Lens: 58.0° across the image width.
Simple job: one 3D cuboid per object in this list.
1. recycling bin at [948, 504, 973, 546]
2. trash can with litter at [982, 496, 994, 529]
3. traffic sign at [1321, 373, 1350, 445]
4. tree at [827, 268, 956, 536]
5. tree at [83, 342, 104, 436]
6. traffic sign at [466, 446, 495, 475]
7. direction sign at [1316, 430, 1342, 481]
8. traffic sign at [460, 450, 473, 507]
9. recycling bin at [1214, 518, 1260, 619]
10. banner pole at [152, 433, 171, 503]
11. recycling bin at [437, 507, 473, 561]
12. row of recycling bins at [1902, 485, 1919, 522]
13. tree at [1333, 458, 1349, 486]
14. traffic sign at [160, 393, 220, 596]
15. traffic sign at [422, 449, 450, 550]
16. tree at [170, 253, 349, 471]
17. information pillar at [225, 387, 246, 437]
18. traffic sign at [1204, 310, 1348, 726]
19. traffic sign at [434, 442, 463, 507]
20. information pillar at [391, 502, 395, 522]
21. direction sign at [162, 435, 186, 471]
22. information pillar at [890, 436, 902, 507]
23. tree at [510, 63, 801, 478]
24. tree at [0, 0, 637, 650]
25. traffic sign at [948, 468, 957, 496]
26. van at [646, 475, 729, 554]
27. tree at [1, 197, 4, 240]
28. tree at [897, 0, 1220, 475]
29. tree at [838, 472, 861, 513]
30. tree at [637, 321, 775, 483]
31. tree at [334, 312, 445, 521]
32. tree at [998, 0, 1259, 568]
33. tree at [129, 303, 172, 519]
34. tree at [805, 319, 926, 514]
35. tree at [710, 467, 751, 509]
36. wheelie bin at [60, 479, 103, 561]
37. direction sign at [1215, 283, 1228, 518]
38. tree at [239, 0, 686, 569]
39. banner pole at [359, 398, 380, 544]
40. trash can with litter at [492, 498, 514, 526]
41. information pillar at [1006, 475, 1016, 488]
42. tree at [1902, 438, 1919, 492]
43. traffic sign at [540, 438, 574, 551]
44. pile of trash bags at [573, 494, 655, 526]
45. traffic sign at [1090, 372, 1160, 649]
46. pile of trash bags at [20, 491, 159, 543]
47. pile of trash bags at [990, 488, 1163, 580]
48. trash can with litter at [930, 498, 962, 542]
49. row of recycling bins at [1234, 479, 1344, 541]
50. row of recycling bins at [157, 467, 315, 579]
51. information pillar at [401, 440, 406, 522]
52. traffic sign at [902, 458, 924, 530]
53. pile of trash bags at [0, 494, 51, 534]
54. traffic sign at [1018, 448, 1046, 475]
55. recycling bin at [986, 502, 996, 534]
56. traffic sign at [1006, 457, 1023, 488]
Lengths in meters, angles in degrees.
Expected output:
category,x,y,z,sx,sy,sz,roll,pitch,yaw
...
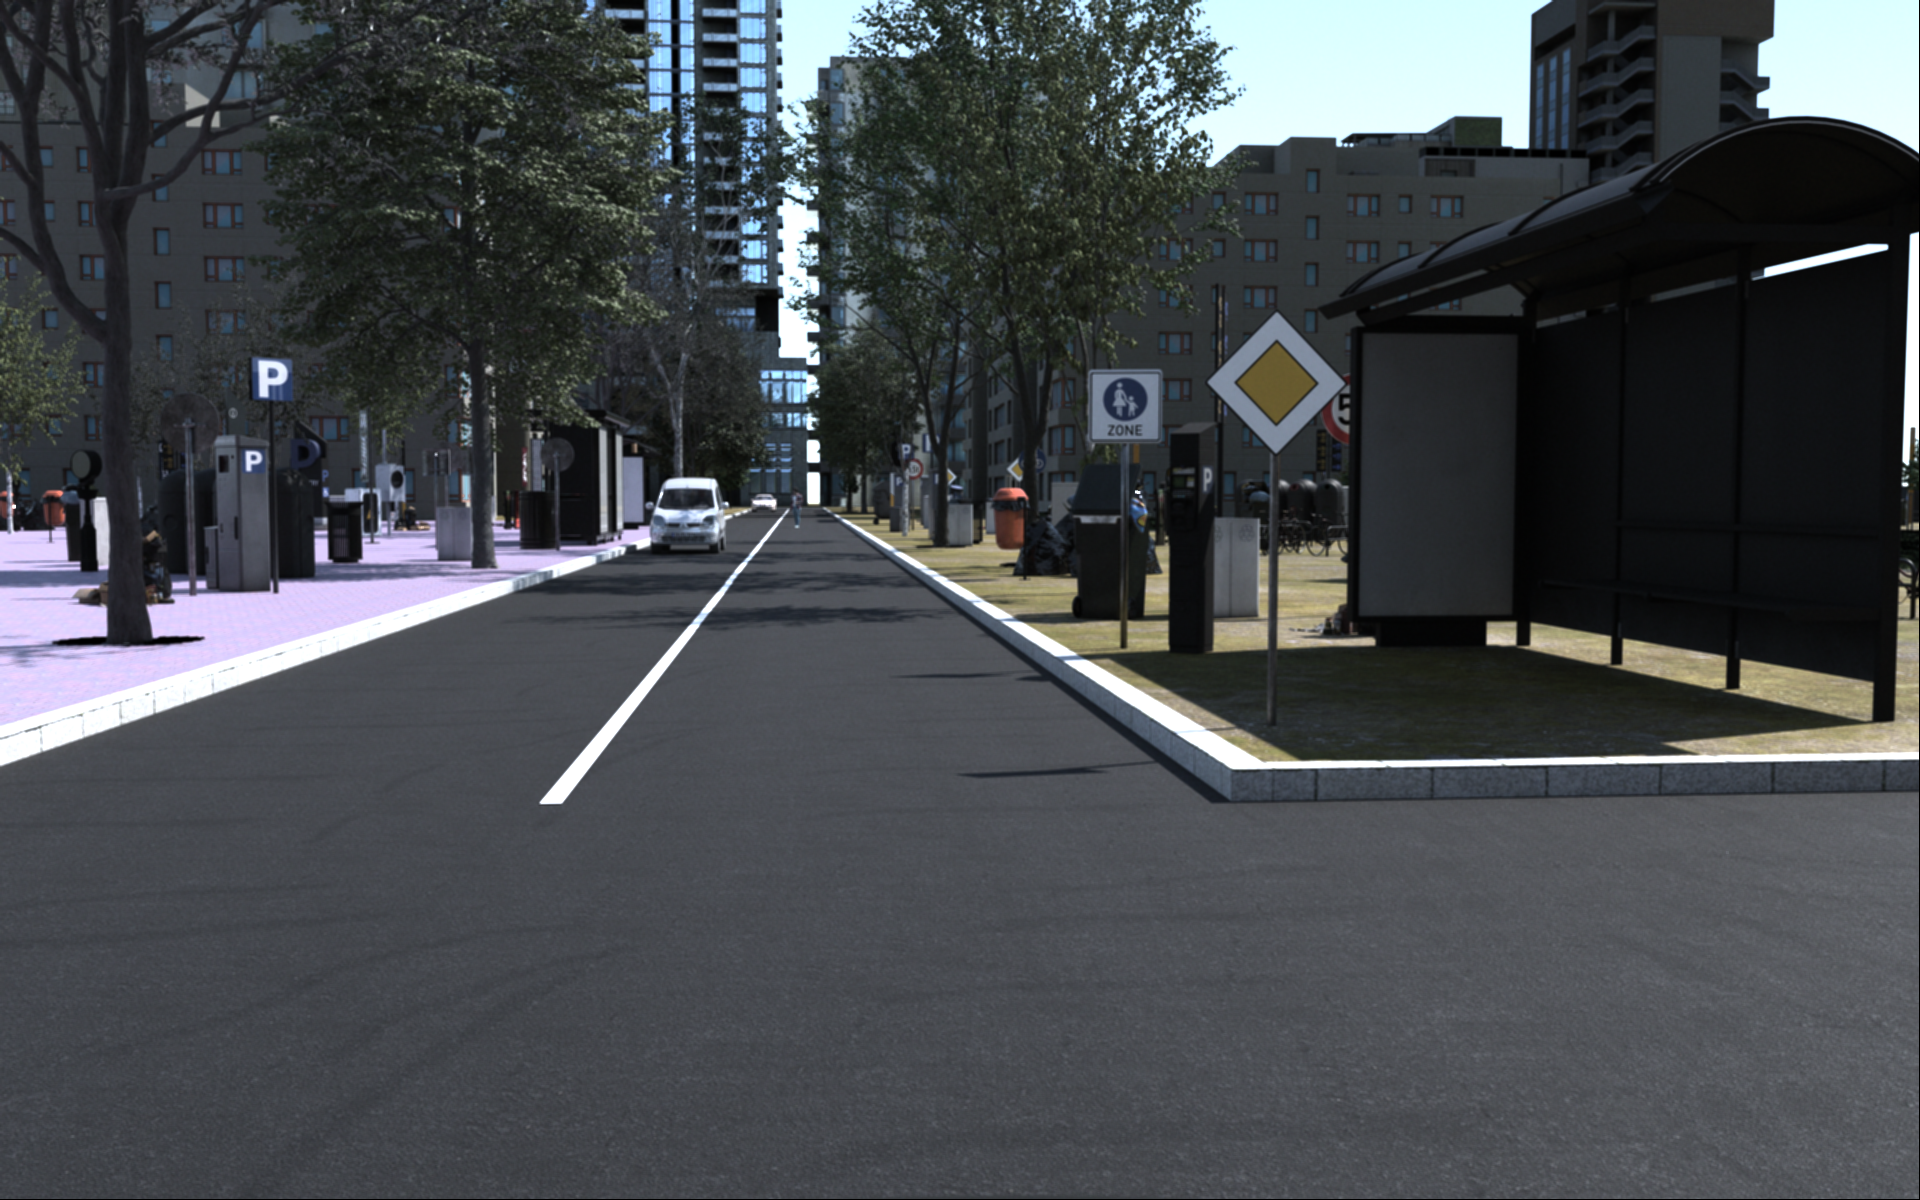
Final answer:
category,x,y,z,sx,sy,sz,roll,pitch,yaw
recycling bin,-0.096,-1.856,42.897,0.722,1.027,0.722,-1,4,-10
trash can with litter,1.508,-3.191,63.234,2.233,1.210,1.678,-3,5,-39
traffic sign,4.166,-1.110,18.249,0.768,2.556,0.104,0,4,0
tree,-1.777,-6.261,52.722,4.360,8.622,3.978,0,3,0
tree,-36.800,-7.773,77.450,4.360,8.622,3.978,0,3,0
traffic sign,-10.187,-2.120,36.798,0.606,2.300,0.079,0,4,1
direction sign,12.944,-4.209,60.817,0.876,3.537,0.379,0,4,-1
traffic sign,-12.874,-2.787,45.673,0.768,2.556,0.104,0,4,-1
recycling bin,2.671,-0.346,18.208,0.722,1.027,0.722,-1,4,-19
banner pole,-32.599,-4.933,70.676,0.863,3.779,0.401,-2,4,-32
recycling bin,-9.657,-1.287,33.590,0.722,1.027,0.722,1,4,9
row of recycling bins,43.997,-4.432,79.574,1.069,1.692,3.534,0,4,-4
tree,18.120,-5.172,79.163,1.663,3.219,1.824,0,3,0
traffic sign,-9.691,-1.327,21.808,0.768,2.556,0.104,0,4,1
traffic sign,-11.952,-2.288,39.534,0.606,2.300,0.079,0,4,-3
tree,-21.249,-6.322,53.732,4.360,8.622,3.978,0,3,0
information pillar,-15.959,-2.864,38.189,0.183,3.616,0.504,2,4,25
traffic sign,1.725,-0.360,9.537,0.795,2.450,0.064,0,4,-5
traffic sign,-12.445,-2.565,42.038,0.768,2.556,0.104,0,4,-3
information pillar,-26.435,-4.646,80.447,0.304,2.012,0.304,-3,5,-41
direction sign,-26.195,-4.035,57.973,0.876,3.537,0.379,-1,4,-21
information pillar,-2.470,-4.660,67.549,0.504,3.616,0.183,-1,4,-17
tree,-13.647,-13.517,76.897,12.611,20.169,13.585,0,3,0
tree,-7.272,-6.363,14.409,12.009,13.543,11.850,0,3,0
traffic sign,-0.531,-4.636,76.988,0.795,2.450,0.064,0,4,-4
van,-6.716,-2.196,42.919,2.013,2.044,4.112,0,4,-5
tree,-23.319,-5.458,39.601,4.737,8.622,4.395,0,3,0
tree,1.470,-4.383,22.029,4.737,8.622,4.395,0,3,0
tree,-7.419,-7.683,120.223,1.663,3.219,1.824,0,3,0
tree,-16.110,-11.721,108.646,9.611,12.733,9.660,0,3,0
tree,-22.850,-7.270,69.235,4.737,8.622,4.395,0,3,0
tree,1.340,-6.405,30.482,9.928,11.665,9.643,0,3,0
tree,-27.975,-6.939,63.819,4.360,8.622,3.978,0,3,0
tree,-6.097,-11.856,111.972,7.486,12.596,7.792,0,3,0
tree,-19.525,-9.974,146.784,4.285,4.588,4.351,0,3,0
wheelie bin,-16.797,-1.543,33.141,0.693,1.594,0.980,-1,4,-23
direction sign,2.878,-1.659,19.123,0.379,3.537,0.876,1,4,15
tree,-8.335,-6.791,29.165,7.486,12.596,7.792,0,3,0
banner pole,-15.438,-3.368,45.091,0.401,3.779,0.863,-3,5,-43
trash can with litter,-18.416,-3.590,69.761,1.678,1.210,2.233,2,4,35
information pillar,1.992,-3.851,67.456,0.304,2.012,0.304,-3,5,-39
tree,28.555,-3.478,51.461,1.663,3.219,1.824,0,3,0
traffic sign,-9.144,-2.398,39.318,0.768,2.556,0.104,0,4,-1
pile of trash bags,-13.950,-3.655,69.517,3.447,1.369,1.912,-3,4,-36
traffic sign,1.360,-0.746,14.323,0.606,2.300,0.079,0,4,4
pile of trash bags,-22.590,-2.212,45.922,3.447,1.369,1.912,0,4,-1
pile of trash bags,1.631,-1.060,27.082,1.912,1.369,3.447,3,4,37
trash can with litter,-0.285,-2.119,46.040,0.624,1.170,1.055,3,4,36
row of recycling bins,9.272,-2.553,48.850,3.534,1.692,1.069,3,5,44
row of recycling bins,-11.477,-1.238,27.350,3.534,1.692,1.069,2,4,35
information pillar,-24.211,-5.137,75.338,0.183,3.616,0.504,-2,4,-26
traffic sign,-1.668,-3.744,61.318,0.768,2.556,0.104,0,4,1
pile of trash bags,-32.837,-3.097,60.392,1.912,1.369,3.447,-1,4,-16
traffic sign,1.942,-2.855,46.787,0.768,2.556,0.104,0,4,-5
recycling bin,1.261,-2.634,55.614,0.722,1.027,0.722,1,4,15
traffic sign,1.809,-3.163,52.907,0.795,2.450,0.064,0,4,1
